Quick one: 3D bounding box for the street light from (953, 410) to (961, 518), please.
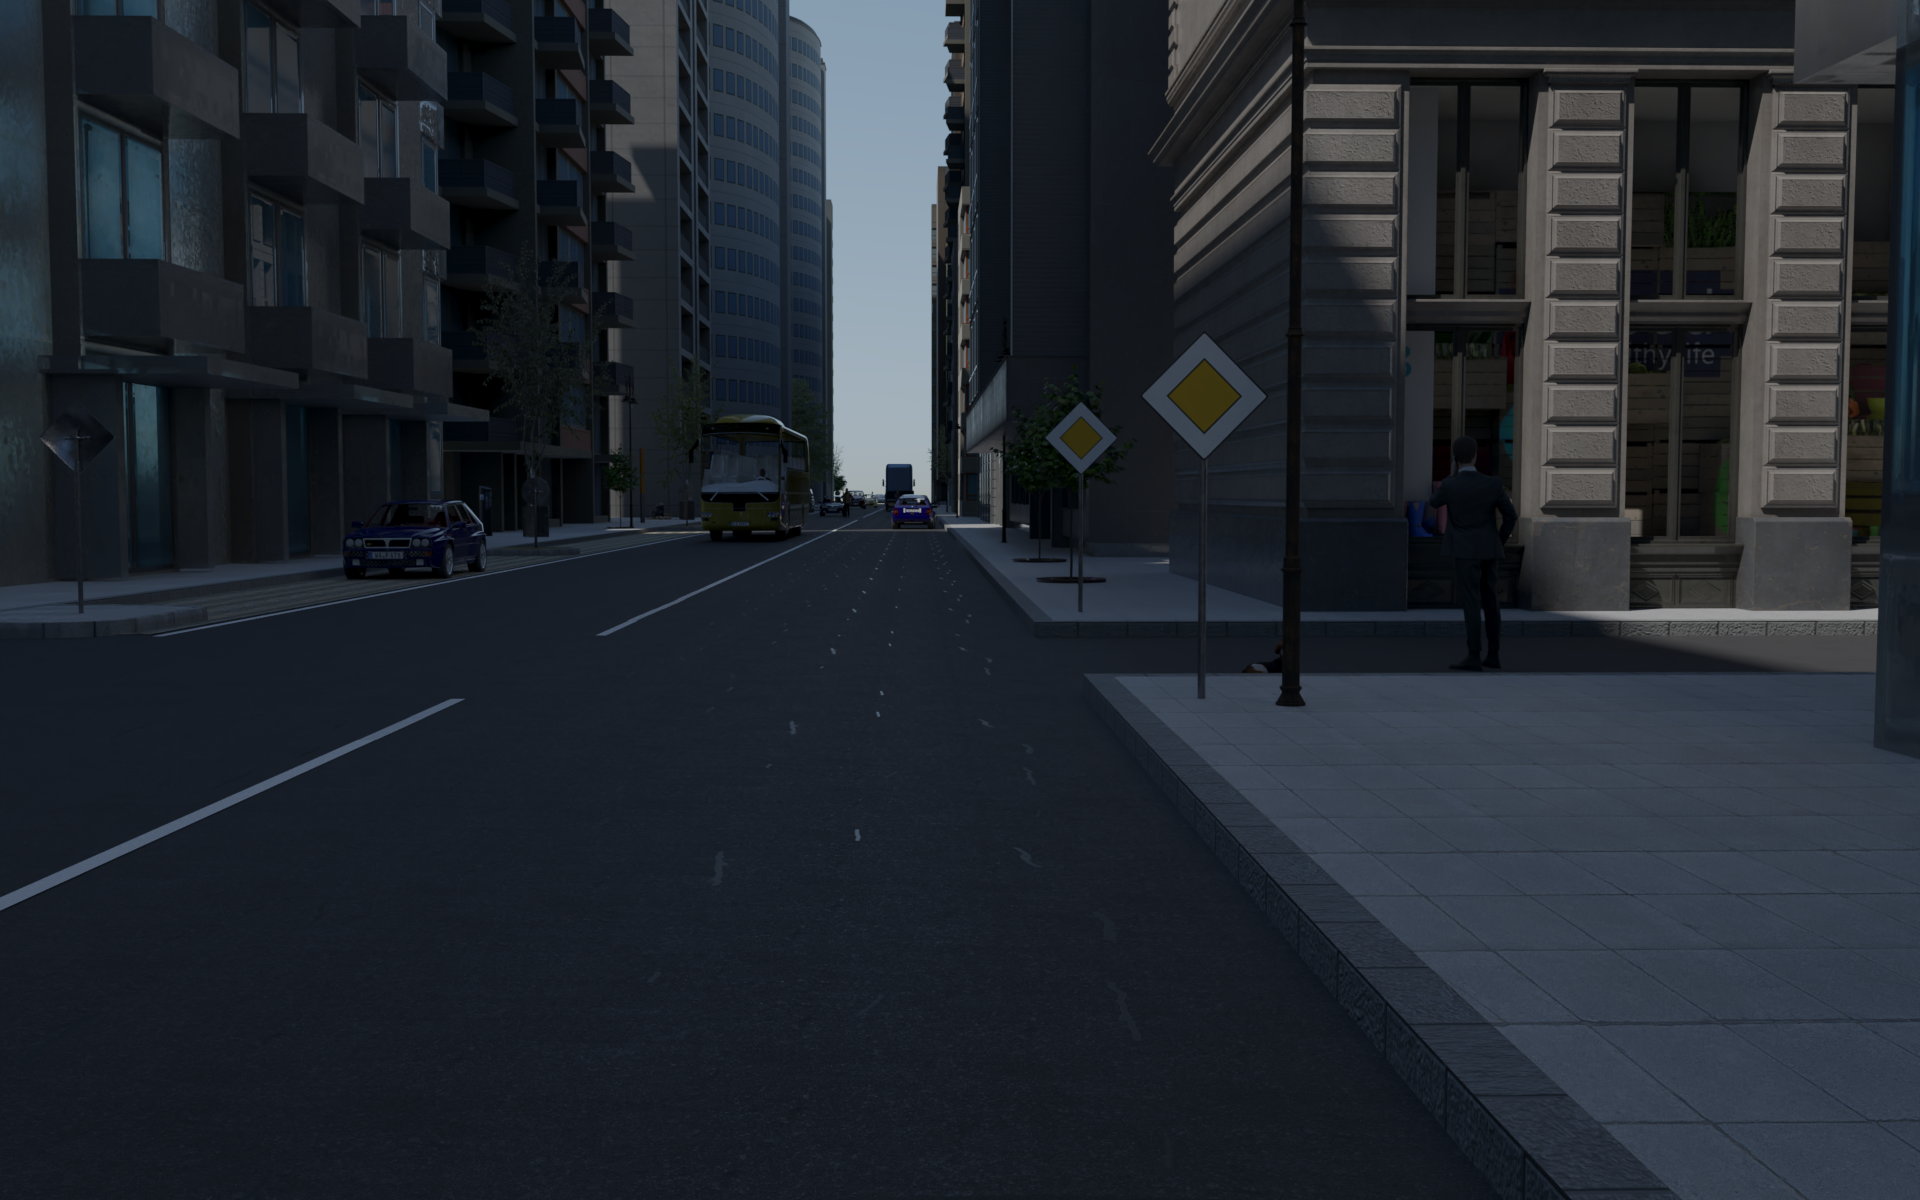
[{"bbox_3d":[-0.149,-7.385,93.534,0.468,5.910,1.993,0,4,-1],"label":"street light"}]

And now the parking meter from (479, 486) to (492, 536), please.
[{"bbox_3d":[-14.450,-2.713,52.773,0.372,1.533,0.369,0,3,0],"label":"parking meter"}]

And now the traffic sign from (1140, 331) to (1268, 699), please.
[{"bbox_3d":[1.512,-0.438,10.805,0.795,2.450,0.064,0,4,-1],"label":"traffic sign"}]

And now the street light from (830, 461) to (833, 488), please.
[{"bbox_3d":[-16.834,-15.572,227.387,0.468,5.910,1.993,0,4,-1],"label":"street light"}]

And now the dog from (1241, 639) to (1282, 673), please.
[{"bbox_3d":[2.295,0.436,13.069,0.748,0.427,0.550,1,4,14],"label":"dog"}]

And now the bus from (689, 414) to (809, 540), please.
[{"bbox_3d":[-6.628,-4.001,56.963,2.896,3.916,12.252,0,4,-1],"label":"bus"}]

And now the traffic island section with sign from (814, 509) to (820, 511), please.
[{"bbox_3d":[-12.690,-8.344,145.055,1.989,1.847,2.006,0,4,-1],"label":"traffic island section with sign"}]

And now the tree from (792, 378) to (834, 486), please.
[{"bbox_3d":[-16.250,-15.399,169.904,7.486,12.596,7.792,0,3,0],"label":"tree"}]

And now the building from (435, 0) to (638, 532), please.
[{"bbox_3d":[-25.378,-25.364,69.326,22.147,44.769,28.867,0,4,-1],"label":"building"}]

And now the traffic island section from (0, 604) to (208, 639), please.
[{"bbox_3d":[-9.457,0.225,18.596,2.009,0.180,2.903,0,4,-1],"label":"traffic island section"}]

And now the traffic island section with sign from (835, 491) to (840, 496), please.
[{"bbox_3d":[-14.116,-11.741,200.589,1.989,1.847,2.006,0,4,-1],"label":"traffic island section with sign"}]

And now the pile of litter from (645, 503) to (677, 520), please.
[{"bbox_3d":[-15.020,-4.478,87.181,1.719,0.858,1.176,0,4,-3],"label":"pile of litter"}]

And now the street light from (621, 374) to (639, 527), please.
[{"bbox_3d":[-12.746,-5.763,67.006,0.468,5.910,1.993,0,4,-1],"label":"street light"}]

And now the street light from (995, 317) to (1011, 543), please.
[{"bbox_3d":[1.160,-4.443,45.436,0.468,5.910,1.993,0,4,-1],"label":"street light"}]

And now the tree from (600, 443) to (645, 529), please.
[{"bbox_3d":[-12.612,-4.302,64.939,1.663,3.219,1.824,0,3,0],"label":"tree"}]

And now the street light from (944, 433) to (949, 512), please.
[{"bbox_3d":[-0.907,-9.095,121.487,0.468,5.910,1.993,0,4,-1],"label":"street light"}]

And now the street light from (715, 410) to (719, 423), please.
[{"bbox_3d":[-13.395,-7.507,95.529,0.468,5.910,1.993,0,4,-1],"label":"street light"}]

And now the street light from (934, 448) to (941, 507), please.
[{"bbox_3d":[-2.080,-12.060,169.967,0.468,5.910,1.993,0,4,-1],"label":"street light"}]

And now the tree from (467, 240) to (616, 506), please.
[{"bbox_3d":[-12.482,-6.177,51.356,4.360,8.622,3.978,0,3,0],"label":"tree"}]

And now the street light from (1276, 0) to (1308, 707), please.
[{"bbox_3d":[2.010,-2.297,10.350,0.468,5.910,1.993,0,4,-1],"label":"street light"}]

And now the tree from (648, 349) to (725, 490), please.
[{"bbox_3d":[-13.999,-8.450,88.527,4.737,8.622,4.395,0,3,0],"label":"tree"}]

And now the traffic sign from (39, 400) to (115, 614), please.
[{"bbox_3d":[-9.434,-0.911,18.534,0.795,2.450,0.064,0,4,-1],"label":"traffic sign"}]

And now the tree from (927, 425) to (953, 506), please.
[{"bbox_3d":[-1.347,-14.085,180.655,4.360,8.622,3.978,0,3,0],"label":"tree"}]

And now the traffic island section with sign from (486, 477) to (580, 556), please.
[{"bbox_3d":[-10.016,-1.958,40.649,1.989,1.847,2.006,0,4,-1],"label":"traffic island section with sign"}]

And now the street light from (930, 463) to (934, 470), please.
[{"bbox_3d":[-2.990,-14.120,203.647,0.468,5.910,1.993,0,4,-1],"label":"street light"}]

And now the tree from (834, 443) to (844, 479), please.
[{"bbox_3d":[-18.164,-18.018,244.962,4.360,8.622,3.978,0,3,0],"label":"tree"}]

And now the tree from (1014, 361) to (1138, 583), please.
[{"bbox_3d":[1.763,-1.876,25.267,1.663,3.219,1.824,0,3,0],"label":"tree"}]

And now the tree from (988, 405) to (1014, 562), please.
[{"bbox_3d":[1.567,-2.326,32.625,1.663,3.219,1.824,0,3,0],"label":"tree"}]

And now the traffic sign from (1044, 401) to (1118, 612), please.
[{"bbox_3d":[1.308,-0.926,18.788,0.795,2.450,0.064,0,4,-1],"label":"traffic sign"}]

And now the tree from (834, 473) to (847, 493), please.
[{"bbox_3d":[-17.896,-16.347,250.985,4.285,4.588,4.351,0,3,0],"label":"tree"}]

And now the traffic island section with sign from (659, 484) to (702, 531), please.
[{"bbox_3d":[-10.732,-3.638,68.115,1.989,1.847,2.006,0,4,-1],"label":"traffic island section with sign"}]

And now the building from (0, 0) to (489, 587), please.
[{"bbox_3d":[-22.980,-25.201,31.653,23.786,49.044,30.456,0,4,-1],"label":"building"}]
